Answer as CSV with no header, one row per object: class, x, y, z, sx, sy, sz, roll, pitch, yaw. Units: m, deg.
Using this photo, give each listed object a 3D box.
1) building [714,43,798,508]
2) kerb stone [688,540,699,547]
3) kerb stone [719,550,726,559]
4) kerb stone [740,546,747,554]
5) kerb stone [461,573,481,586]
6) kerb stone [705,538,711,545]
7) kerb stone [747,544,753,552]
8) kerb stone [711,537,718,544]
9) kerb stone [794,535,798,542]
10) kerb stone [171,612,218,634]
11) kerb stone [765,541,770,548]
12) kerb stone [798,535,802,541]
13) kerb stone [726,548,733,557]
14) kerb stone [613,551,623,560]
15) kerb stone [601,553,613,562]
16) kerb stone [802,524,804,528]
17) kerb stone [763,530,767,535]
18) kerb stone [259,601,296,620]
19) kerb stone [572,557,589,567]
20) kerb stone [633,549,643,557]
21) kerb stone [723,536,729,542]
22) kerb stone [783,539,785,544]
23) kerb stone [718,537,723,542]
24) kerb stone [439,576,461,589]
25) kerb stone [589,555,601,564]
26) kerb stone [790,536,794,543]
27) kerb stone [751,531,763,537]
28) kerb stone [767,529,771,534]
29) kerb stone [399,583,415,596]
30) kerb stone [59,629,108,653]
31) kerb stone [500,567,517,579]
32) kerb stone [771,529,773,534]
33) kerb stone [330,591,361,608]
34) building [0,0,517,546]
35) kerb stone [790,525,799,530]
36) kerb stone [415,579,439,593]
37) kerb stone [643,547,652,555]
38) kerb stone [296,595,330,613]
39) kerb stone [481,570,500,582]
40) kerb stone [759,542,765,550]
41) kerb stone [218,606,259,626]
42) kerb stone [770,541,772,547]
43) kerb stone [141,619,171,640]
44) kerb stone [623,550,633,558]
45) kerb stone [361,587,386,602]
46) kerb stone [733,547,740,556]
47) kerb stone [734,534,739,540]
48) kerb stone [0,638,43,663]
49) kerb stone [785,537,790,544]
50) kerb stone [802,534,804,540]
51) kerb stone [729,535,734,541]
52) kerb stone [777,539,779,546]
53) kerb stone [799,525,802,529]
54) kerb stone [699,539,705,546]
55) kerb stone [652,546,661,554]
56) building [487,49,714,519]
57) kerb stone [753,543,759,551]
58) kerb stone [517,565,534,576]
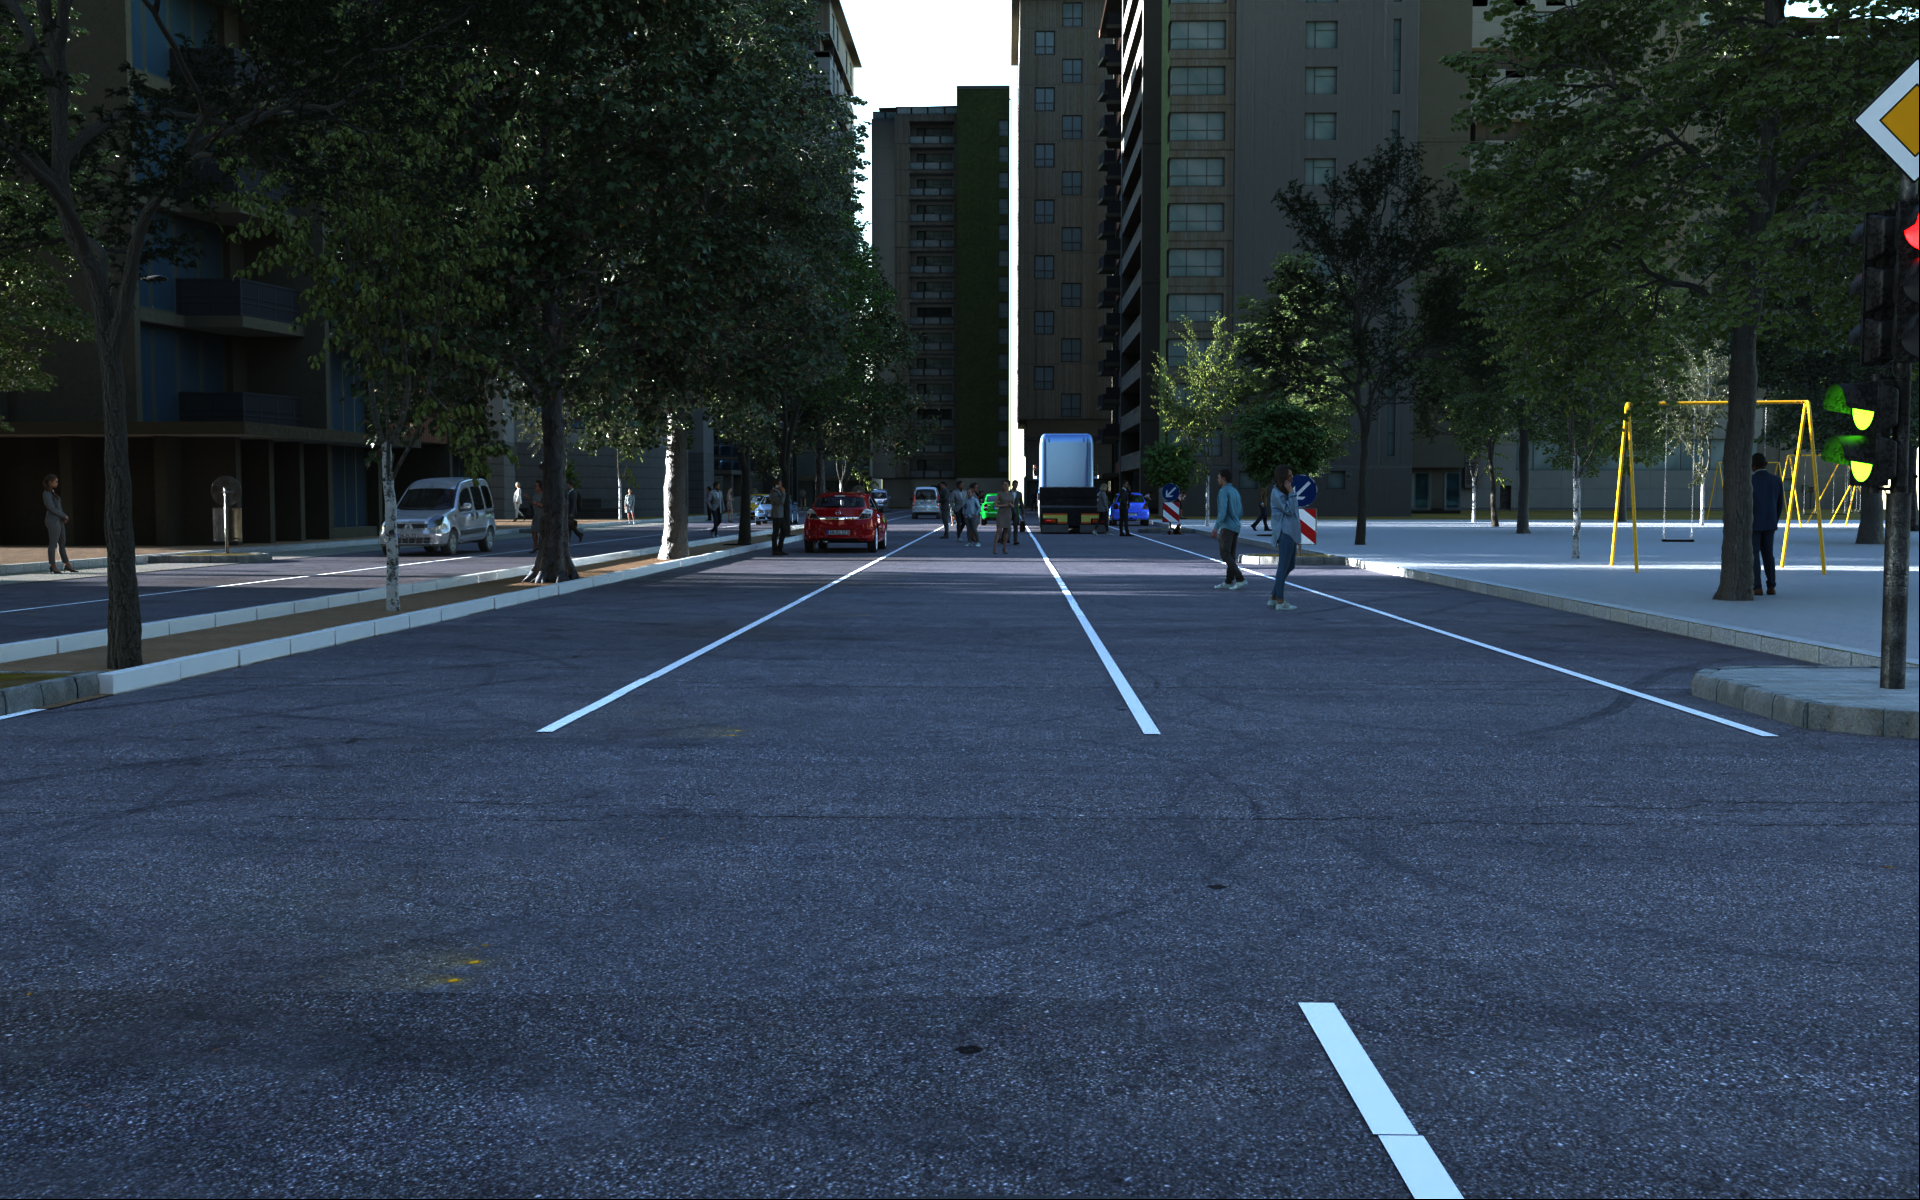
building,-31.171,-51.292,151.288,31.000,86.520,22.319,0,4,2
kerb stone,-7.271,-1.500,46.718,0.120,0.150,1.000,0,4,2
kerb stone,-5.389,-0.994,38.448,0.120,0.150,1.000,0,4,2
kerb stone,-5.310,-1.182,41.516,0.120,0.150,1.000,0,4,2
kerb stone,-7.795,-0.310,27.256,0.120,0.150,1.000,0,4,2
kerb stone,-7.217,-1.623,48.763,0.120,0.150,1.000,0,4,2
kerb stone,-5.283,-1.244,42.539,0.120,0.150,1.000,0,4,2
kerb stone,-7.187,-1.686,49.791,0.120,0.150,1.000,0,4,2
kerb stone,-5.038,-1.808,51.760,0.120,0.150,1.000,0,4,2
kerb stone,-8.041,0.255,18.021,0.120,0.150,1.000,0,4,2
kerb stone,-5.192,-1.428,45.615,0.120,0.150,1.000,0,4,2
kerb stone,-4.999,-1.871,52.782,0.120,0.150,1.000,0,4,2
kerb stone,-5.376,-1.051,39.471,0.120,0.150,1.000,0,4,2
kerb stone,-7.523,-0.936,37.495,0.120,0.150,1.000,0,4,2
kerb stone,-7.542,-0.873,36.467,0.120,0.150,1.000,0,4,2
kerb stone,-6.615,-3.006,71.348,0.120,0.150,1.000,0,4,2
kerb stone,-6.910,-2.317,60.079,0.120,0.150,1.000,0,4,2
kerb stone,-7.985,0.130,20.071,0.120,0.150,1.000,0,4,2
kerb stone,-7.598,-0.748,34.423,0.120,0.150,1.000,0,4,2
kerb stone,-7.461,-1.061,39.546,0.120,0.150,1.000,0,4,2
kerb stone,-7.128,-1.814,51.856,0.120,0.150,1.000,0,4,2
kerb stone,-5.119,-1.620,48.693,0.120,0.150,1.000,0,4,2
kerb stone,-7.160,-1.746,50.813,0.120,0.150,1.000,0,4,2
kerb stone,-7.821,-0.247,26.234,0.120,0.150,1.000,0,4,2
kerb stone,-7.569,-0.808,35.445,0.120,0.150,1.000,0,4,2
kerb stone,-5.061,-1.743,50.736,0.120,0.150,1.000,0,4,2
kerb stone,-6.943,-2.254,59.049,0.120,0.150,1.000,0,4,2
kerb stone,-6.881,-2.379,61.112,0.120,0.150,1.000,0,4,2
kerb stone,-7.872,-0.121,24.173,0.120,0.150,1.000,0,4,2
kerb stone,-8.091,0.383,15.966,0.120,0.150,1.000,0,4,2
kerb stone,-7.732,-0.435,29.300,0.120,0.150,1.000,0,4,2
kerb stone,-6.857,-2.443,62.142,0.120,0.150,1.000,0,4,2
kerb stone,-7.931,0.004,22.128,0.120,0.150,1.000,0,4,2
building,-27.308,-24.467,54.652,22.147,44.769,28.867,0,4,2
kerb stone,-6.670,-2.881,69.305,0.120,0.150,1.000,0,4,2
kerb stone,-7.845,-0.176,25.195,0.120,0.150,1.000,0,4,2
kerb stone,-7.429,-1.122,40.568,0.120,0.150,1.000,0,4,2
kerb stone,-7.957,0.071,21.101,0.120,0.150,1.000,0,4,2
kerb stone,-7.765,-0.372,28.278,0.120,0.150,1.000,0,4,2
kerb stone,-5.221,-1.370,44.590,0.120,0.150,1.000,0,4,2
kerb stone,-8.015,0.195,19.048,0.120,0.150,1.000,0,4,2
kerb stone,-5.167,-1.494,46.638,0.120,0.150,1.000,0,4,2
kerb stone,-8.063,0.319,16.988,0.120,0.150,1.000,0,4,2
kerb stone,-7.491,-0.998,38.521,0.120,0.150,1.000,0,4,2
kerb stone,-7.904,-0.055,23.151,0.120,0.150,1.000,0,4,2
kerb stone,-5.337,-1.119,40.495,0.120,0.150,1.000,0,4,2
kerb stone,-7.071,-1.939,53.905,0.120,0.150,1.000,0,4,2
kerb stone,-8.124,0.444,14.935,0.120,0.150,1.000,0,4,2
kerb stone,-5.084,-1.683,49.714,0.120,0.150,1.000,0,4,2
kerb stone,-4.973,-1.934,53.808,0.120,0.150,1.000,0,4,2
kerb stone,-7.102,-1.875,52.881,0.120,0.150,1.000,0,4,2
kerb stone,-5.141,-1.556,47.663,0.120,0.150,1.000,0,4,2
kerb stone,-6.635,-2.944,70.326,0.120,0.150,1.000,0,4,2
kerb stone,-7.236,-1.561,47.739,0.120,0.150,1.000,0,4,2
kerb stone,-7.405,-1.186,41.592,0.120,0.150,1.000,0,4,2
building,-27.313,-34.161,100.535,21.231,58.520,28.212,0,4,2
kerb stone,-5.257,-1.304,43.567,0.120,0.150,1.000,0,4,2
kerb stone,-7.707,-0.494,30.322,0.120,0.150,1.000,0,4,2
